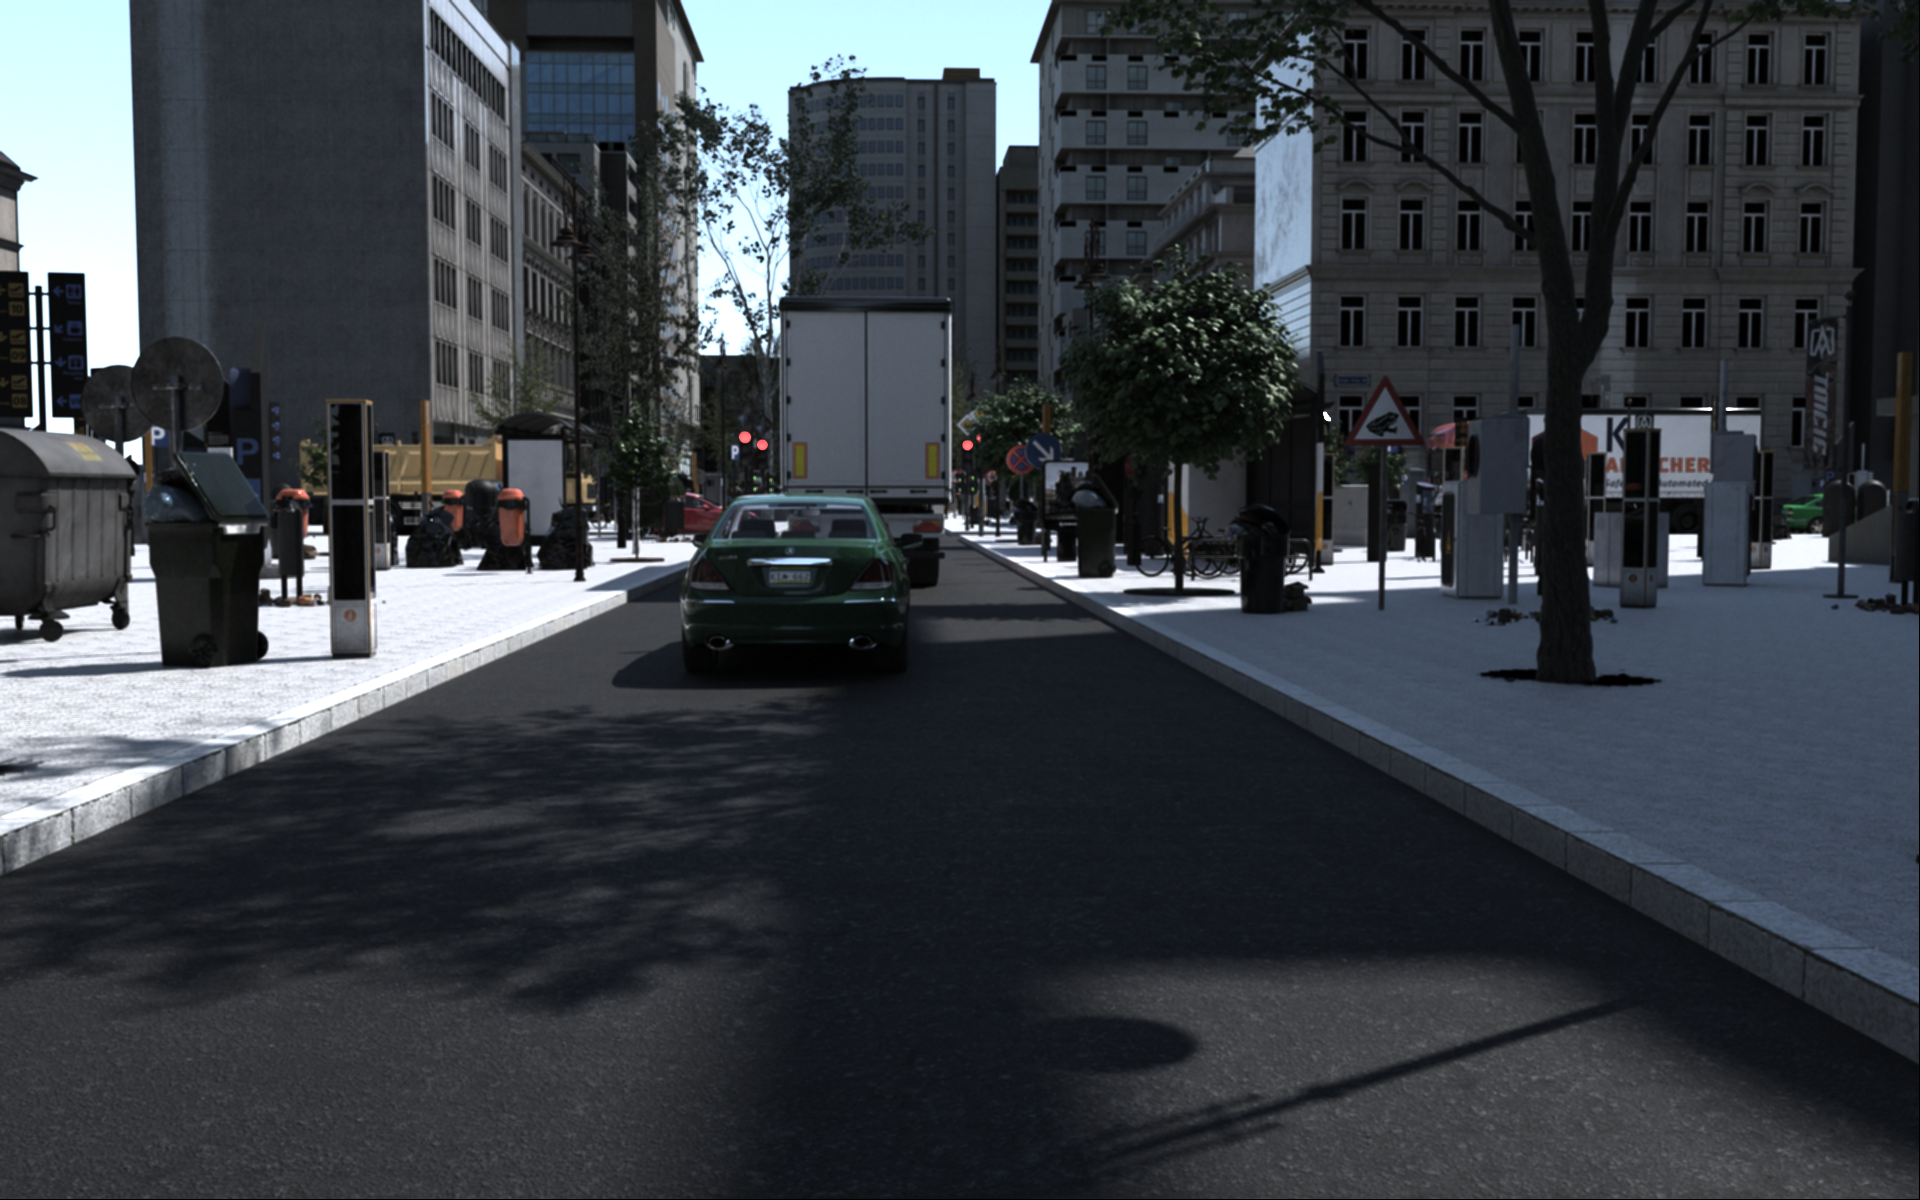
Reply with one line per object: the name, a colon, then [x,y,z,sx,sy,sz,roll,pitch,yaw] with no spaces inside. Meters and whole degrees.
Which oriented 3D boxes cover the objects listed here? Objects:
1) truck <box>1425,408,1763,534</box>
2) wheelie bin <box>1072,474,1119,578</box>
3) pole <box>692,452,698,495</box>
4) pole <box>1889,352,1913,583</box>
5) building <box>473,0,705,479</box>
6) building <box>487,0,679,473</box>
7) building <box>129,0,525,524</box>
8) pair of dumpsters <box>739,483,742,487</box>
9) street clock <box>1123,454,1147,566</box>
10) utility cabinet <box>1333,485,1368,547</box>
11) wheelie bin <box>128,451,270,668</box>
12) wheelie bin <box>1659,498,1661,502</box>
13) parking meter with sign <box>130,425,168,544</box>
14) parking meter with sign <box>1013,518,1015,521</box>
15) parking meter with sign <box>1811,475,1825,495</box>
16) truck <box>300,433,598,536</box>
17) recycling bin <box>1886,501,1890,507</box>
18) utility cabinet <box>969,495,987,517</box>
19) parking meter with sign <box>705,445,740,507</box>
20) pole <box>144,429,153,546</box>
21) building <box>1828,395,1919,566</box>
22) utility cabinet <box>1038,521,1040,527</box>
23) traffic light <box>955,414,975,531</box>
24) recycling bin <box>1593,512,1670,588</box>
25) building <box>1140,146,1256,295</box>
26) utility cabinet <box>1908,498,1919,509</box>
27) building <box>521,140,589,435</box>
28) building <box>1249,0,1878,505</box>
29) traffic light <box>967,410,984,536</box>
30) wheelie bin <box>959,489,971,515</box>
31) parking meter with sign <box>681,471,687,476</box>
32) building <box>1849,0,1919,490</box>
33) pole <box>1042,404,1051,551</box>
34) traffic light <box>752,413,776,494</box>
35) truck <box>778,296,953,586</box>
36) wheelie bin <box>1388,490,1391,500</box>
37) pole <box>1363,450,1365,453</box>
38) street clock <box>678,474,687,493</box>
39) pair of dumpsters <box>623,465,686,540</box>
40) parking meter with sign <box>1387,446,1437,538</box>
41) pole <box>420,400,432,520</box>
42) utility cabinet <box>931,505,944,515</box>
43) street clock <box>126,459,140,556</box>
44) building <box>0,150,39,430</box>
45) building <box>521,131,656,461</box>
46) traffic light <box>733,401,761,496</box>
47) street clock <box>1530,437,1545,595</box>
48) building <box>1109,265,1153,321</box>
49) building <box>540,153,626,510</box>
truck: [20.634,-4.214,57.819,11.283,4.237,2.839,0,4,-2]
wheelie bin: [2.094,-1.153,26.756,0.693,1.594,0.980,1,4,9]
pole: [-12.928,-5.540,84.420,0.158,3.312,0.155,0,3,0]
pole: [13.568,-1.903,24.963,0.158,3.312,0.155,0,3,0]
building: [-41.692,-36.186,180.886,27.495,52.752,28.713,0,4,-3]
building: [-33.133,-30.909,155.475,14.600,45.320,14.200,0,4,-3]
building: [-28.884,-16.173,82.450,12.078,24.808,19.932,0,4,-3]
pair of dumpsters: [-14.195,-6.834,114.233,1.574,2.255,4.437,0,4,-3]
street clock: [3.133,-1.622,31.088,0.358,2.002,0.471,-2,4,-26]
utility cabinet: [9.400,-2.021,41.721,0.318,1.500,1.173,-3,5,-40]
wheelie bin: [-5.699,-0.314,13.048,0.693,1.594,0.980,1,4,13]
wheelie bin: [19.880,-2.598,50.391,0.980,1.594,0.693,-3,4,-39]
parking meter with sign: [-20.977,-2.953,44.545,1.738,3.016,0.543,3,5,43]
parking meter with sign: [3.161,-4.860,75.715,1.738,3.016,0.543,0,4,-4]
parking meter with sign: [34.936,-4.532,70.354,0.543,3.016,1.738,0,4,5]
truck: [-15.846,-3.652,55.640,9.791,3.379,3.469,0,4,-1]
recycling bin: [34.175,-3.125,63.645,0.722,1.027,0.722,-1,4,-15]
utility cabinet: [0.997,-5.331,98.331,1.020,1.237,0.306,1,4,13]
parking meter with sign: [-8.672,-3.993,61.552,1.738,3.016,0.543,2,4,30]
pole: [-20.162,-3.011,43.068,0.158,3.312,0.155,0,3,0]
building: [32.990,-20.416,25.682,32.217,40.220,23.993,0,4,-3]
utility cabinet: [3.368,-3.418,67.053,1.020,1.237,0.306,1,4,9]
traffic light: [0.234,-4.379,60.511,0.839,4.253,0.868,0,4,-3]
recycling bin: [9.270,-0.696,23.932,0.722,1.027,0.722,-1,4,-19]
building: [19.314,-16.099,105.026,13.314,21.916,24.055,0,4,-3]
utility cabinet: [56.216,-5.539,101.721,0.306,1.237,1.020,-1,4,-22]
building: [-29.098,-16.749,102.731,11.050,23.489,19.941,0,4,-3]
building: [26.991,-17.359,81.076,25.104,27.353,12.463,0,4,-3]
traffic light: [0.625,-3.891,52.535,0.839,4.253,0.868,0,4,-3]
wheelie bin: [0.382,-5.939,105.018,0.980,1.594,0.693,-1,4,-17]
parking meter with sign: [-20.222,-8.221,130.674,1.738,3.016,0.543,3,4,38]
building: [52.284,-17.697,82.845,24.014,27.812,14.314,0,4,-3]
pole: [1.960,-2.781,39.318,0.158,3.312,0.155,0,3,0]
traffic light: [-6.818,-4.357,60.150,0.839,4.253,0.868,0,4,-3]
truck: [-1.741,-2.527,30.235,2.839,4.237,11.283,0,4,-4]
wheelie bin: [12.786,-2.765,53.121,0.980,1.594,0.693,3,5,44]
pole: [14.270,-4.107,60.990,0.158,3.312,0.155,0,3,0]
street clock: [-9.845,-3.474,61.378,0.358,2.002,0.471,-2,4,-29]
pair of dumpsters: [-8.993,-2.940,50.557,1.574,2.255,4.437,0,4,-3]
parking meter with sign: [13.218,-3.314,50.447,1.738,3.016,0.543,-2,4,-29]
pole: [-11.613,-2.682,37.686,0.158,3.312,0.155,0,3,0]
utility cabinet: [-1.358,-5.471,100.614,0.306,1.237,1.020,3,5,41]
street clock: [-17.215,-1.909,35.784,0.358,2.002,0.471,3,4,37]
building: [-53.076,-12.980,76.858,19.286,19.102,10.561,0,4,-3]
building: [-32.852,-22.630,141.700,14.160,30.474,14.107,0,4,-3]
traffic light: [-6.427,-3.869,52.175,0.839,4.253,0.868,0,4,-3]
street clock: [7.449,-1.058,21.874,0.471,2.002,0.358,-1,4,-23]
building: [16.692,-16.052,127.071,10.561,19.102,19.286,0,4,-3]
building: [-30.713,-17.806,120.805,12.332,23.373,15.834,0,4,-3]
